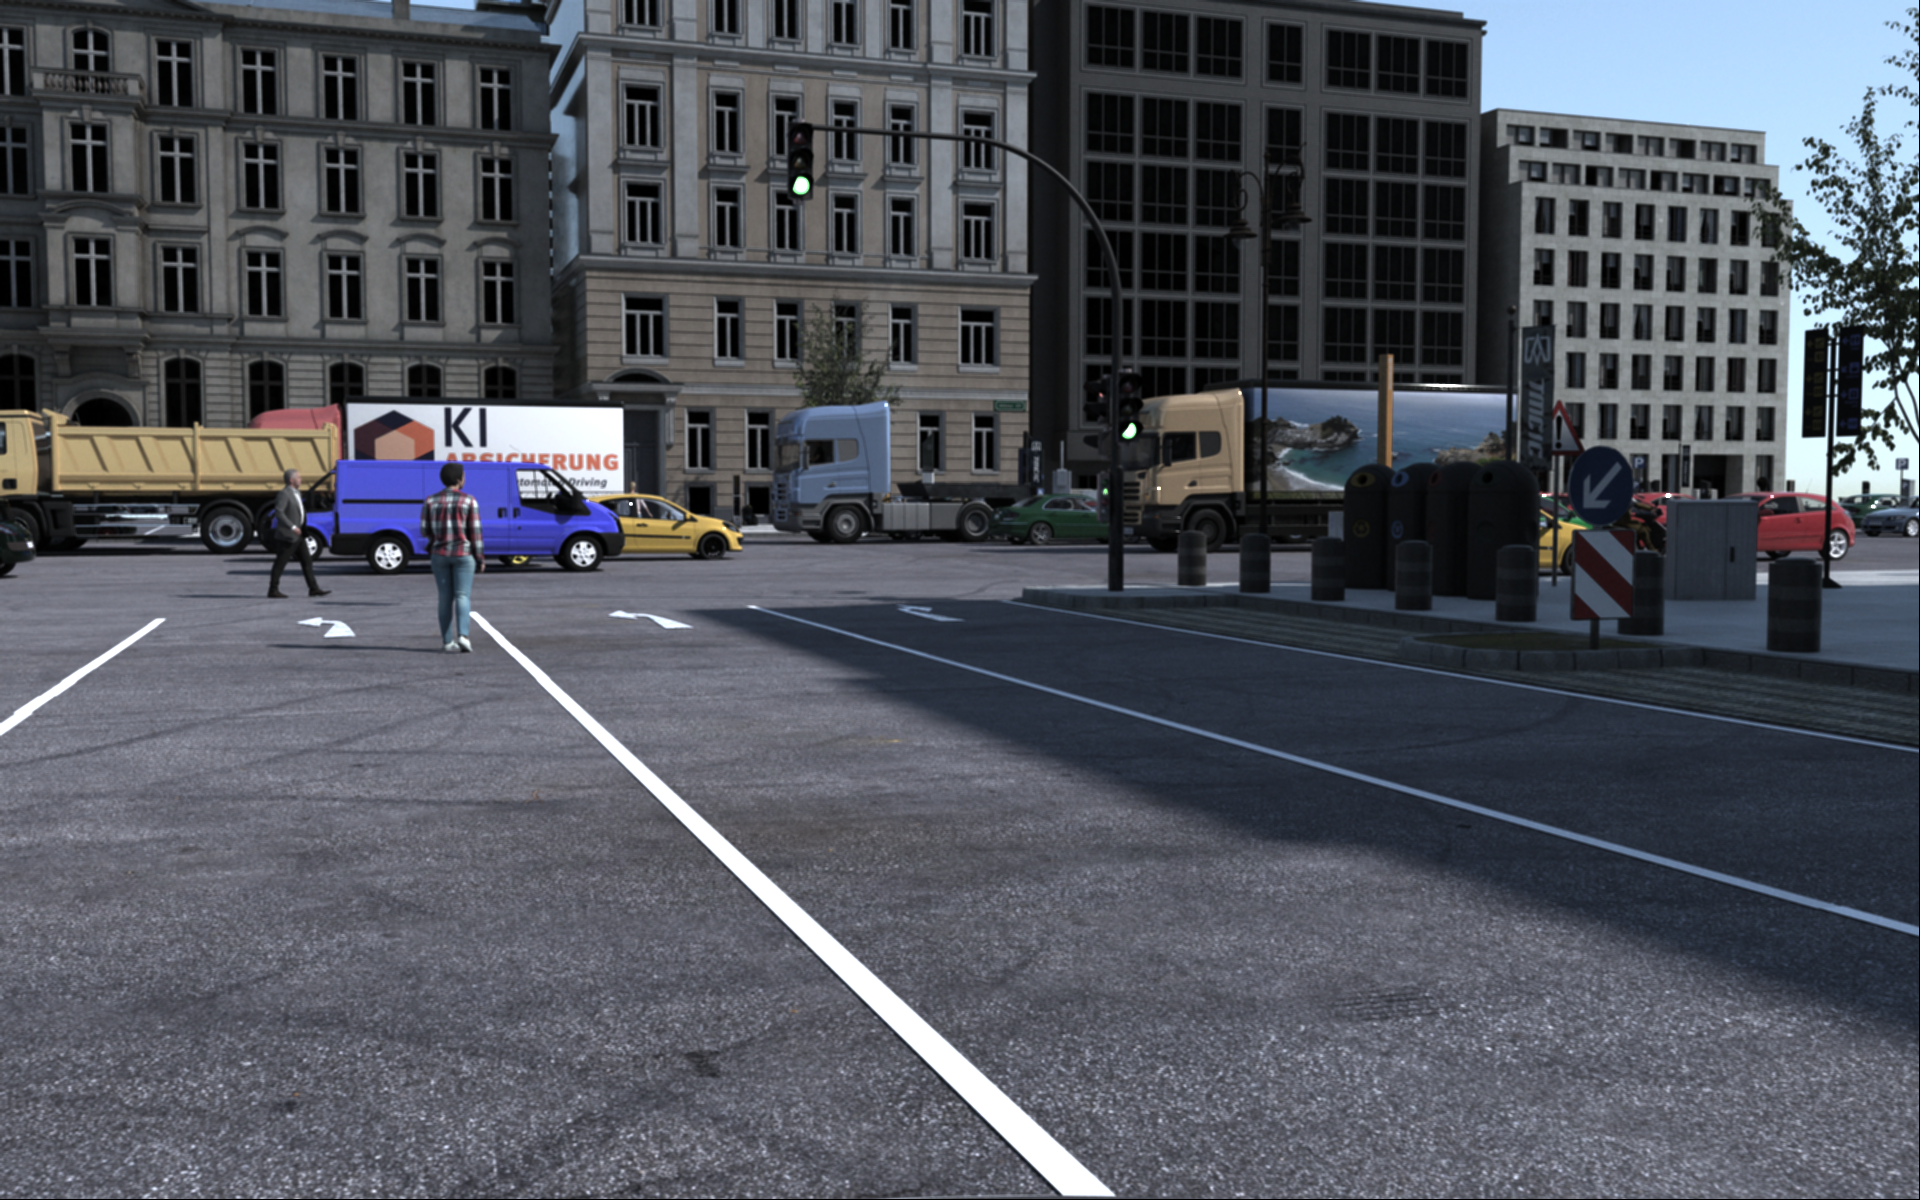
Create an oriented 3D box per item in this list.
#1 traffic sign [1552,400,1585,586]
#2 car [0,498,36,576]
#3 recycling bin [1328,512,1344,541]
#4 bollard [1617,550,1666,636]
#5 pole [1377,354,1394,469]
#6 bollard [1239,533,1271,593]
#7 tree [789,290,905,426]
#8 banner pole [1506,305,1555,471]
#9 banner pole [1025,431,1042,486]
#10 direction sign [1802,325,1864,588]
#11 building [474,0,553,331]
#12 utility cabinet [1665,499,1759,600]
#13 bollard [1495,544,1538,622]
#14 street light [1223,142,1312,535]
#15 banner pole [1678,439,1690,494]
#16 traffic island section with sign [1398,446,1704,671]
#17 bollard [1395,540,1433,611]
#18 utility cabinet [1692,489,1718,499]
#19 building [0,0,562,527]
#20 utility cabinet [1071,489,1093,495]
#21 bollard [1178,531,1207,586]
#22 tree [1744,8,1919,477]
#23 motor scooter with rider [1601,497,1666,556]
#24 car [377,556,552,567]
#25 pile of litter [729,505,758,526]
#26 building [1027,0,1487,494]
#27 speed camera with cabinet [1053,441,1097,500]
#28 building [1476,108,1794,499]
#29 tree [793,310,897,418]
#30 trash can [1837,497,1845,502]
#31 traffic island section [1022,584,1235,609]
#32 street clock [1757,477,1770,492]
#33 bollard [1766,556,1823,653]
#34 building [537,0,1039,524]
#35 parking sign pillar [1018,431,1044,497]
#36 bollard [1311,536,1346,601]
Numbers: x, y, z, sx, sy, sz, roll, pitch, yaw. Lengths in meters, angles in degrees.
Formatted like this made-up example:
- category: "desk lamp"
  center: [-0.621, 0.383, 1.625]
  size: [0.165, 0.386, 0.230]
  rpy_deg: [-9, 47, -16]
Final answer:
- category: "traffic sign"
  center: [8.275, -1.470, 24.043]
  size: [0.884, 2.594, 0.081]
  rpy_deg: [-1, 4, -15]
- category: "car"
  center: [-17.951, -1.185, 29.154]
  size: [4.222, 1.686, 2.009]
  rpy_deg: [-1, 4, -18]
- category: "recycling bin"
  center: [5.748, -0.753, 24.869]
  size: [0.722, 1.027, 0.722]
  rpy_deg: [-1, 4, -11]
- category: "bollard"
  center: [6.243, -0.070, 15.868]
  size: [0.404, 0.777, 0.398]
  rpy_deg: [0, 3, 0]
- category: "pole"
  center: [6.220, -1.929, 25.375]
  size: [0.158, 3.312, 0.155]
  rpy_deg: [0, 3, 0]
- category: "bollard"
  center: [3.852, -0.483, 22.612]
  size: [0.404, 0.777, 0.398]
  rpy_deg: [0, 3, 0]
- category: "tree"
  center: [-4.267, -6.901, 63.200]
  size: [4.360, 8.622, 3.978]
  rpy_deg: [0, 3, 0]
- category: "banner pole"
  center: [7.453, -2.009, 22.858]
  size: [0.401, 3.779, 0.863]
  rpy_deg: [-3, 5, -43]
- category: "banner pole"
  center: [2.875, -4.806, 68.590]
  size: [0.863, 3.779, 0.401]
  rpy_deg: [-1, 4, -14]
- category: "direction sign"
  center: [11.883, -1.936, 23.653]
  size: [0.379, 3.537, 0.876]
  rpy_deg: [-2, 4, -26]
- category: "building"
  center: [-53.518, -56.441, 235.475]
  size: [31.000, 86.520, 22.319]
  rpy_deg: [-1, 4, -19]
- category: "utility cabinet"
  center: [9.123, -0.603, 21.026]
  size: [1.020, 1.237, 0.306]
  rpy_deg: [0, 4, -4]
- category: "bollard"
  center: [5.641, -0.174, 17.554]
  size: [0.404, 0.777, 0.398]
  rpy_deg: [0, 3, 0]
- category: "street light"
  center: [4.077, -3.081, 23.165]
  size: [0.468, 5.910, 1.993]
  rpy_deg: [-1, 4, -19]
- category: "banner pole"
  center: [32.601, -5.388, 78.112]
  size: [0.401, 3.779, 0.863]
  rpy_deg: [-1, 4, -20]
- category: "traffic island section with sign"
  center: [4.915, -0.385, 14.927]
  size: [1.989, 1.847, 2.006]
  rpy_deg: [-1, 4, -19]
- category: "bollard"
  center: [5.044, -0.277, 19.240]
  size: [0.404, 0.777, 0.398]
  rpy_deg: [0, 3, 0]
- category: "utility cabinet"
  center: [32.763, -4.131, 76.212]
  size: [1.173, 1.500, 0.318]
  rpy_deg: [-1, 4, -21]
- category: "building"
  center: [-34.432, -15.375, 70.464]
  size: [34.723, 24.649, 14.460]
  rpy_deg: [-1, 4, -19]
- category: "utility cabinet"
  center: [5.309, -4.166, 76.786]
  size: [1.173, 1.500, 0.318]
  rpy_deg: [-1, 4, -10]
- category: "bollard"
  center: [3.257, -0.586, 24.300]
  size: [0.404, 0.777, 0.398]
  rpy_deg: [0, 3, 0]
- category: "tree"
  center: [13.933, -4.563, 24.972]
  size: [4.737, 8.622, 4.395]
  rpy_deg: [0, 3, 0]
- category: "motor scooter with rider"
  center: [12.393, -1.393, 31.735]
  size: [1.986, 1.779, 0.876]
  rpy_deg: [-1, 4, -19]
- category: "car"
  center: [-9.936, -1.503, 34.159]
  size: [3.694, 1.707, 1.945]
  rpy_deg: [-1, 4, -20]
- category: "pile of litter"
  center: [-8.920, -3.473, 70.741]
  size: [1.176, 0.858, 1.719]
  rpy_deg: [3, 4, 38]
- category: "building"
  center: [12.682, -17.957, 87.111]
  size: [24.014, 27.812, 14.314]
  rpy_deg: [-1, 4, -19]
- category: "speed camera with cabinet"
  center: [4.493, -4.304, 64.707]
  size: [2.038, 3.252, 0.660]
  rpy_deg: [0, 4, 6]
- category: "building"
  center: [33.433, -14.510, 91.993]
  size: [16.860, 20.320, 10.420]
  rpy_deg: [-1, 4, -19]
- category: "tree"
  center: [-4.871, -7.262, 69.097]
  size: [4.737, 8.622, 4.395]
  rpy_deg: [0, 3, 0]
- category: "trash can"
  center: [39.538, -4.012, 77.243]
  size: [0.748, 1.137, 0.748]
  rpy_deg: [0, 3, 0]
- category: "traffic island section"
  center: [2.072, -0.041, 22.954]
  size: [2.009, 0.180, 2.903]
  rpy_deg: [-1, 4, -19]
- category: "street clock"
  center: [33.772, -4.176, 72.840]
  size: [0.358, 2.002, 0.471]
  rpy_deg: [-2, 4, -30]
- category: "bollard"
  center: [6.835, 0.033, 14.185]
  size: [0.404, 0.777, 0.398]
  rpy_deg: [0, 3, 0]
- category: "building"
  center: [-8.075, -17.913, 78.775]
  size: [20.117, 28.700, 13.634]
  rpy_deg: [-1, 4, -19]
- category: "parking sign pillar"
  center: [3.015, -5.186, 73.271]
  size: [1.447, 3.967, 1.447]
  rpy_deg: [-2, 4, -35]
- category: "bollard"
  center: [4.449, -0.380, 20.924]
  size: [0.404, 0.777, 0.398]
  rpy_deg: [0, 3, 0]
